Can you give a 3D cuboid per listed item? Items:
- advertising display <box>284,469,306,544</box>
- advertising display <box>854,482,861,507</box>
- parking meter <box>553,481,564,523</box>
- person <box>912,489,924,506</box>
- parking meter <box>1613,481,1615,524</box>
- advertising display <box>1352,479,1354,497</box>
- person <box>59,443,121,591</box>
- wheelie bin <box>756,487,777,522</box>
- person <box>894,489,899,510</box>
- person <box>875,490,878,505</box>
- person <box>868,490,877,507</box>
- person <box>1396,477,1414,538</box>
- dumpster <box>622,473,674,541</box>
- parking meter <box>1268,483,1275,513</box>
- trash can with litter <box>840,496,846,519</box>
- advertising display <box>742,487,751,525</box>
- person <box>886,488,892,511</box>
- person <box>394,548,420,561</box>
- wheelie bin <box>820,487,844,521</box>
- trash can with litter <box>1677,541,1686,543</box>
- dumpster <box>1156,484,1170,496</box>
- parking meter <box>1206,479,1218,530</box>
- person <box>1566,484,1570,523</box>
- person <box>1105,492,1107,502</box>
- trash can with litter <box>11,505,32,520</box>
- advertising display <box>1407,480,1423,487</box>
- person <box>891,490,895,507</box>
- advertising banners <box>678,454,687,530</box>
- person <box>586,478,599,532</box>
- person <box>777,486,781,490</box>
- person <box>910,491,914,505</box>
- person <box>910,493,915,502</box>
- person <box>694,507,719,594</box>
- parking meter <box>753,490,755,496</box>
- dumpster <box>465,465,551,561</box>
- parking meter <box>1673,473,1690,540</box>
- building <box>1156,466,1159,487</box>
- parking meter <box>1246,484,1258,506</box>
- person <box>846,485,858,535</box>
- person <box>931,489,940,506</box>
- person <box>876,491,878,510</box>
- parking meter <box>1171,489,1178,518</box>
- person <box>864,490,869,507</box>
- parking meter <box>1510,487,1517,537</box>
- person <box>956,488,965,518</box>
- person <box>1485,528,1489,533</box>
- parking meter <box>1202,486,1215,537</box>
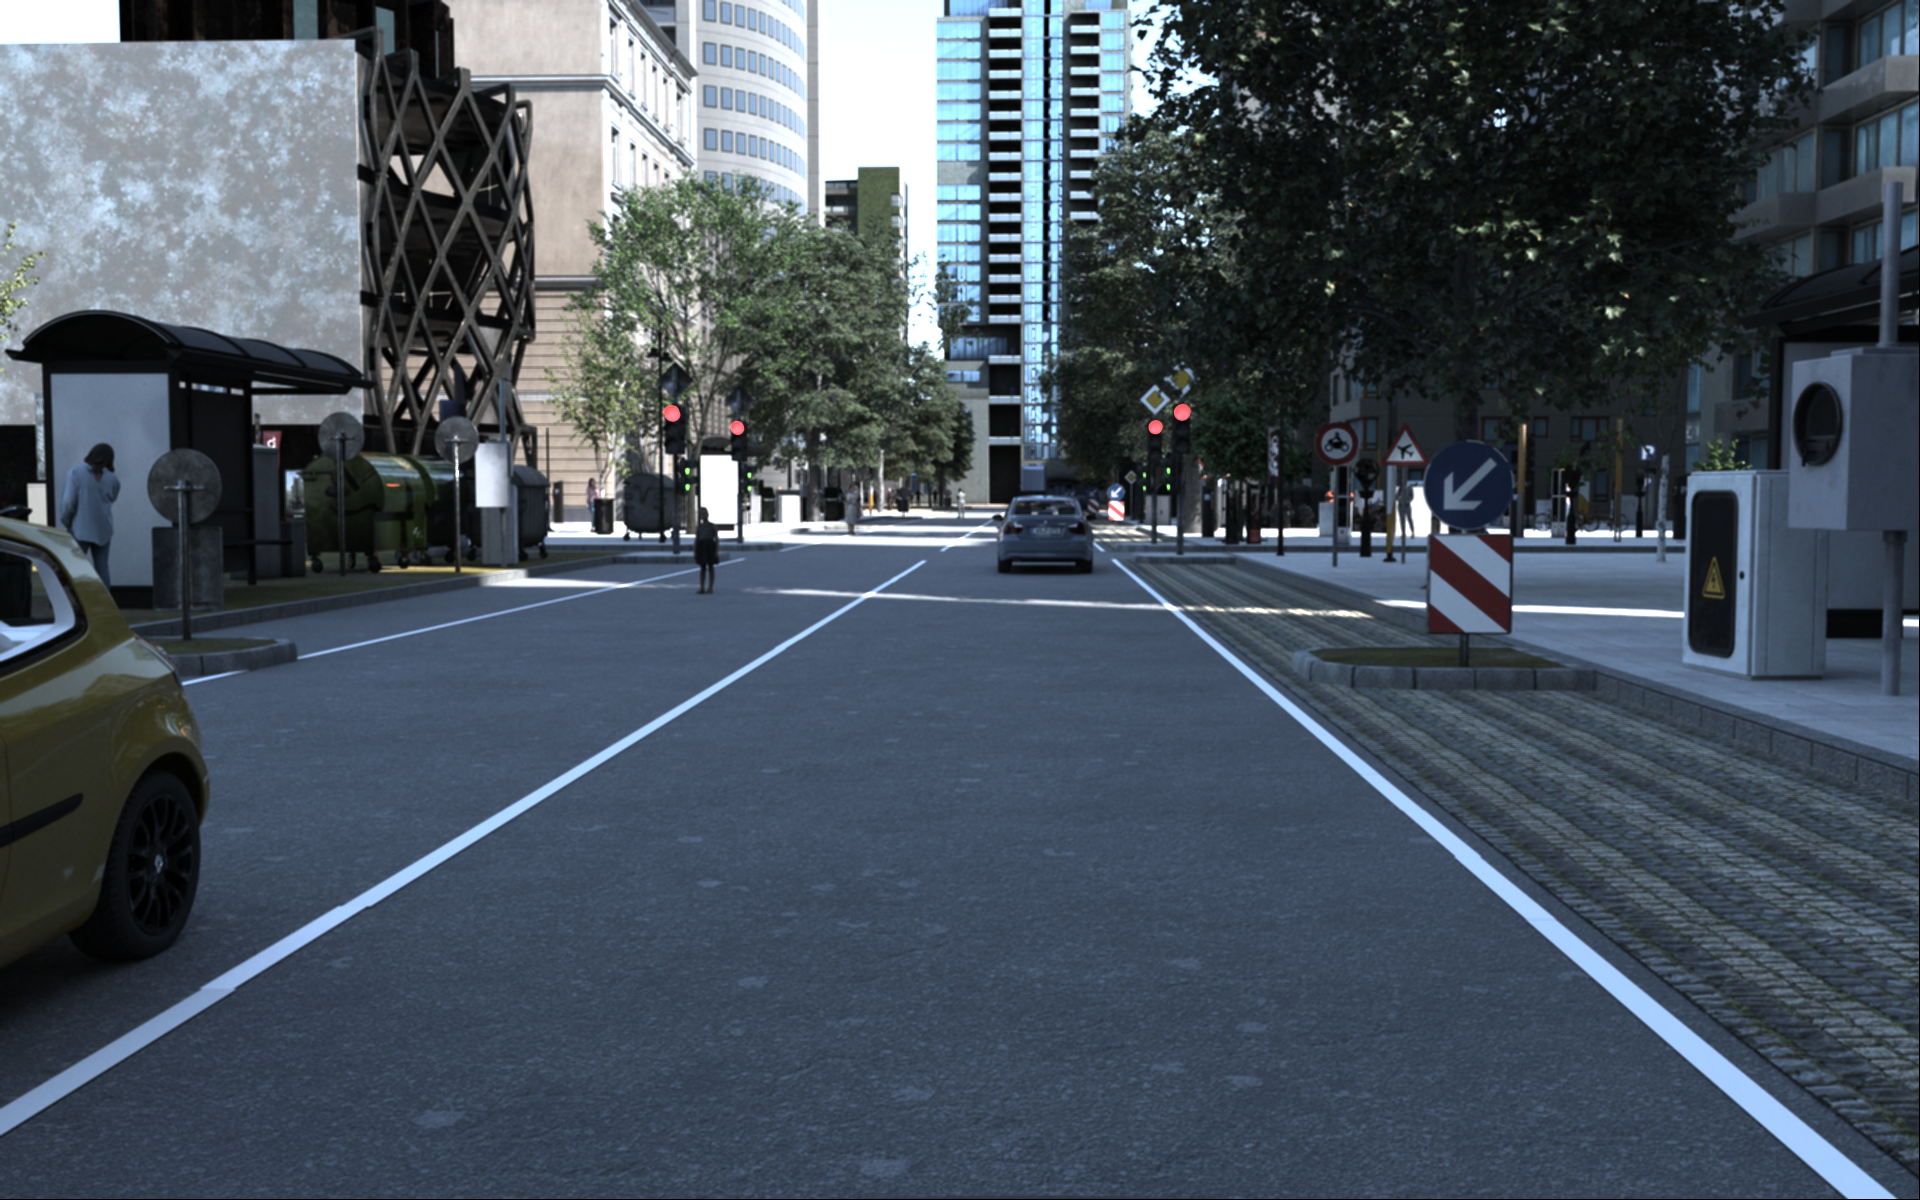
[{"bbox_3d":[-17.069,-2.417,44.733,0.974,1.923,0.123,2,4,32],"label":"advertising display"},{"bbox_3d":[-5.362,-5.228,90.684,0.123,1.923,0.974,-1,4,-17],"label":"advertising display"},{"bbox_3d":[-17.731,-4.325,76.420,0.399,1.863,0.255,1,4,14],"label":"parking meter"},{"bbox_3d":[-4.523,-11.096,187.605,1.348,1.807,0.705,1,4,15],"label":"person"},{"bbox_3d":[27.148,-4.028,71.576,0.255,1.863,0.399,2,4,29],"label":"parking meter"},{"bbox_3d":[15.346,-3.910,69.148,0.974,1.923,0.123,-3,4,-37],"label":"advertising display"},{"bbox_3d":[-8.684,-0.672,17.292,0.793,1.790,0.793,0,4,4],"label":"person"},{"bbox_3d":[-8.798,-4.304,78.280,0.980,1.594,0.693,-2,4,-32],"label":"wheelie bin"},{"bbox_3d":[-5.256,-8.290,142.370,0.721,1.735,1.217,-1,4,-10],"label":"person"},{"bbox_3d":[-9.402,-11.543,194.903,0.705,1.807,1.348,-1,4,-14],"label":"person"},{"bbox_3d":[-8.426,-10.023,169.999,1.350,1.814,0.705,-1,4,-10],"label":"person"},{"bbox_3d":[12.908,-2.684,50.205,0.520,1.790,0.573,1,4,10],"label":"person"},{"bbox_3d":[-8.555,-2.570,47.771,1.264,1.857,1.865,0,4,3],"label":"dumpster"},{"bbox_3d":[13.423,-4.223,74.756,0.255,1.863,0.399,2,4,29],"label":"parking meter"},{"bbox_3d":[-6.241,-4.698,88.193,1.055,1.170,0.624,1,4,14],"label":"trash can with litter"},{"bbox_3d":[-9.088,-4.033,71.146,0.974,1.923,0.123,0,4,-8],"label":"advertising display"},{"bbox_3d":[-5.461,-7.744,133.216,0.434,1.755,0.990,-2,4,-23],"label":"person"},{"bbox_3d":[-10.628,-1.683,33.421,0.638,1.841,0.748,-3,4,-38],"label":"person"},{"bbox_3d":[-6.076,-4.480,81.148,0.980,1.594,0.693,-1,4,-11],"label":"wheelie bin"},{"bbox_3d":[20.053,-2.138,46.014,2.233,1.210,1.678,0,4,-3],"label":"trash can with litter"},{"bbox_3d":[11.769,-5.819,97.634,1.502,2.255,1.985,0,4,2],"label":"dumpster"},{"bbox_3d":[8.892,-3.397,61.255,0.399,1.863,0.255,2,4,30],"label":"parking meter"},{"bbox_3d":[19.067,-2.933,54.592,0.643,1.750,0.593,-2,4,-28],"label":"person"},{"bbox_3d":[14.901,-10.262,174.763,0.436,1.711,0.756,1,4,22],"label":"person"},{"bbox_3d":[-9.682,-0.348,17.074,1.055,1.170,0.624,0,4,5],"label":"trash can with litter"},{"bbox_3d":[20.109,-4.378,76.797,0.974,1.923,0.123,1,4,18],"label":"advertising display"},{"bbox_3d":[-6.748,-10.181,173.445,0.756,1.711,0.436,-3,5,-39],"label":"person"},{"bbox_3d":[-10.056,-4.058,62.529,0.090,3.025,2.074,0,3,0],"label":"advertising banners"},{"bbox_3d":[-12.301,-3.178,58.018,0.388,1.821,0.555,2,4,33],"label":"person"},{"bbox_3d":[-12.181,-6.572,113.711,1.509,1.804,0.699,2,4,33],"label":"person"},{"bbox_3d":[-5.742,-11.811,201.477,0.709,1.838,0.599,-1,4,-9],"label":"person"},{"bbox_3d":[-4.236,-8.425,144.509,1.217,1.735,0.721,-3,5,-43],"label":"person"},{"bbox_3d":[-3.630,-0.711,24.794,0.362,1.253,0.373,1,4,12],"label":"person"},{"bbox_3d":[-13.872,-6.566,115.758,0.372,1.533,0.369,0,3,0],"label":"parking meter"},{"bbox_3d":[-8.804,-1.706,33.653,1.264,1.857,1.865,0,4,2],"label":"dumpster"},{"bbox_3d":[20.286,-2.631,48.733,0.399,1.863,0.255,0,4,-2],"label":"parking meter"},{"bbox_3d":[39.016,-23.196,224.296,28.899,21.520,27.650,0,4,2],"label":"building"},{"bbox_3d":[15.932,-5.435,94.580,0.399,1.863,0.255,3,5,42],"label":"parking meter"},{"bbox_3d":[-3.696,-3.126,60.188,0.524,1.755,0.480,2,4,32],"label":"person"},{"bbox_3d":[-2.636,-10.951,185.110,1.348,1.822,0.705,1,4,17],"label":"person"},{"bbox_3d":[-6.387,-8.056,137.635,0.709,1.838,0.599,0,4,7],"label":"person"},{"bbox_3d":[11.691,-5.439,94.638,0.399,1.863,0.255,0,4,2],"label":"parking meter"},{"bbox_3d":[-9.044,-9.783,166.785,1.217,1.735,0.721,0,4,5],"label":"person"},{"bbox_3d":[16.524,-2.631,51.420,0.372,1.533,0.369,0,3,0],"label":"parking meter"},{"bbox_3d":[0.018,-5.824,103.904,0.511,1.800,0.466,-3,5,-39],"label":"person"},{"bbox_3d":[14.242,-2.511,46.972,0.818,1.842,0.514,-3,5,-45],"label":"person"},{"bbox_3d":[7.358,-2.625,51.323,0.372,1.533,0.369,0,3,0],"label":"parking meter"}]
